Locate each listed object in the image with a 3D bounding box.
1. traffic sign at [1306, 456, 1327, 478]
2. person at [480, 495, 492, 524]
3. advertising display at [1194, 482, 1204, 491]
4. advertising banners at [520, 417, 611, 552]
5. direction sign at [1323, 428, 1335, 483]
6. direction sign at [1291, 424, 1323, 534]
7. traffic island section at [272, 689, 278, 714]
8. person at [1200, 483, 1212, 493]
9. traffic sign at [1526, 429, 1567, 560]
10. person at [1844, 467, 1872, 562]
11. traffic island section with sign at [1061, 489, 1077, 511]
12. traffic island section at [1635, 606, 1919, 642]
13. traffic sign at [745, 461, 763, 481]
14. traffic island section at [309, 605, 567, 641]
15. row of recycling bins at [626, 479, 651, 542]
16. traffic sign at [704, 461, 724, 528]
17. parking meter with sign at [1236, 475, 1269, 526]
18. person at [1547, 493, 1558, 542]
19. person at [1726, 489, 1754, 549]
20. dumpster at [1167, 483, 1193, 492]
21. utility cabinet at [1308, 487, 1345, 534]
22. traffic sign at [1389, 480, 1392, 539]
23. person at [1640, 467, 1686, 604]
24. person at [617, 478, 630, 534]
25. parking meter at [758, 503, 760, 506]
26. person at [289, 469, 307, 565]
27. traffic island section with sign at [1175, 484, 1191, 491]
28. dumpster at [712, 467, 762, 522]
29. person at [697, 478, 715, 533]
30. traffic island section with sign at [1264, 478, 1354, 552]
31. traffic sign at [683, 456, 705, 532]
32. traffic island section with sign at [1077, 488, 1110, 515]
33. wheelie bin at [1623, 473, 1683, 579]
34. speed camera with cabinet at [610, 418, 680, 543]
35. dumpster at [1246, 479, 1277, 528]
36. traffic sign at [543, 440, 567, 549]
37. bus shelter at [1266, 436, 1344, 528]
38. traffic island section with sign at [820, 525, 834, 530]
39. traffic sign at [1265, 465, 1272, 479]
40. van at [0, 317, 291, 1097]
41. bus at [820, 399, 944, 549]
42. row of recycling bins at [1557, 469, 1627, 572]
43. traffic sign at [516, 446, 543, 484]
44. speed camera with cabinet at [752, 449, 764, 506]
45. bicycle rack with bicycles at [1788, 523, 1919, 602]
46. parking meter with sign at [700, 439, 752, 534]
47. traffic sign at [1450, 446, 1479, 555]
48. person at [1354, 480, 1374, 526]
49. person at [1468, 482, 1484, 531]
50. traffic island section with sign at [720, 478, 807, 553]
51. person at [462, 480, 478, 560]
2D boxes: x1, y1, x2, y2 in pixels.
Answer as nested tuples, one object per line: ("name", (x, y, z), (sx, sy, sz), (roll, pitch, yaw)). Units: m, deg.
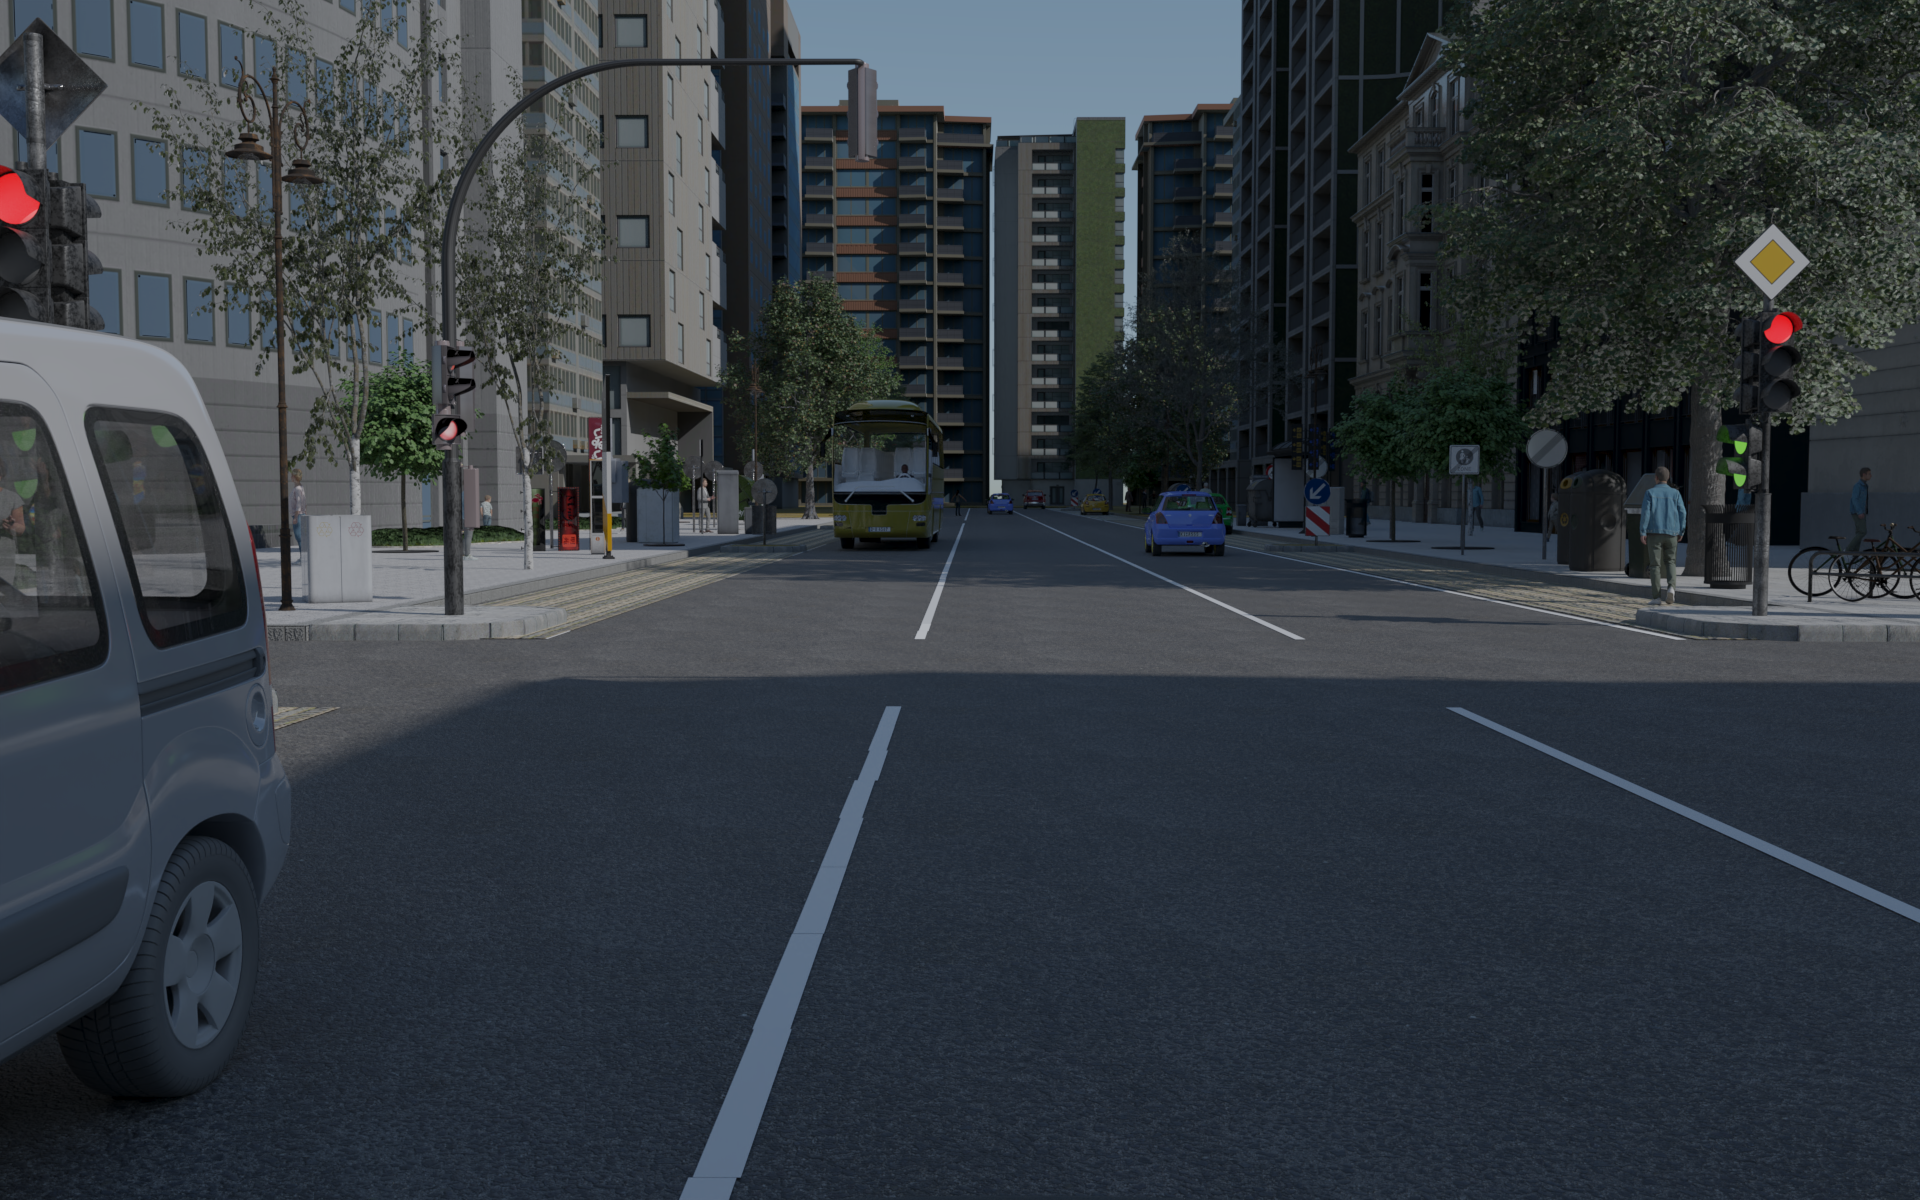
("traffic sign", (11.737, -3.493, 57.221), (0.768, 2.556, 0.104), (1, 4, 9))
("person", (-13.960, -2.465, 51.023), (0.332, 1.250, 0.352), (1, 4, 9))
("advertising display", (12.900, -5.397, 93.450), (0.123, 1.923, 0.974), (-1, 4, -18))
("advertising banners", (-8.849, -2.615, 38.951), (2.074, 3.025, 0.090), (-2, 4, -29))
("direction sign", (12.609, -4.127, 59.471), (0.876, 3.537, 0.379), (-3, 5, -44))
("direction sign", (11.151, -3.913, 55.973), (0.876, 3.537, 0.379), (1, 4, 20))
("traffic island section", (-5.455, 0.726, 10.404), (2.009, 0.180, 2.903), (0, 4, 0))
("person", (10.669, -4.173, 74.760), (0.782, 1.767, 0.515), (0, 4, 3))
("traffic sign", (11.464, -2.067, 33.906), (0.768, 2.556, 0.104), (1, 4, 10))
("person", (16.996, -1.615, 32.788), (0.601, 1.785, 0.444), (-3, 5, -44))
("traffic island section with sign", (9.590, -8.490, 147.446), (1.989, 1.847, 2.006), (0, 4, 0))
("traffic island section", (8.455, 0.246, 18.264), (2.009, 0.180, 2.903), (0, 4, 0))
("traffic sign", (-7.914, -4.051, 66.332), (0.768, 2.556, 0.104), (1, 4, 10))
("traffic island section", (-5.386, 0.238, 18.389), (2.009, 0.180, 2.903), (0, 4, 0))
("row of recycling bins", (-8.420, -2.480, 47.661), (1.069, 1.692, 3.534), (0, 4, 2))
("traffic sign", (-9.398, -4.038, 66.133), (0.768, 2.556, 0.104), (1, 4, 10))
("parking meter with sign", (11.987, -4.478, 69.478), (1.738, 3.016, 0.543), (0, 4, -3))
("person", (15.907, -2.201, 46.304), (0.640, 1.303, 0.475), (-1, 4, -21))
("person", (18.405, -2.126, 40.825), (0.620, 1.820, 0.660), (1, 4, 19))
("dumpster", (11.603, -5.209, 90.926), (1.264, 1.857, 1.865), (0, 4, 0))
("utility cabinet", (11.584, -2.825, 54.860), (1.173, 1.500, 0.318), (3, 5, 45))
("traffic sign", (12.346, -3.033, 49.593), (0.884, 2.594, 0.081), (1, 4, 10))
("person", (9.048, -0.824, 22.309), (0.601, 1.785, 0.444), (0, 4, 8))
("person", (-10.624, -3.018, 55.568), (0.728, 1.800, 0.709), (-2, 4, -35))
("parking meter", (-7.799, -3.515, 65.880), (0.372, 1.533, 0.369), (0, 3, 0))
("person", (-11.908, -1.518, 31.528), (0.598, 1.740, 0.731), (-2, 4, -27))
("traffic island section with sign", (8.921, -3.796, 70.700), (1.989, 1.847, 2.006), (0, 4, 0))
("dumpster", (-8.102, -3.678, 62.631), (1.502, 2.255, 1.985), (0, 4, 0))
("person", (-8.404, -3.123, 57.310), (0.583, 1.804, 0.606), (1, 4, 12))
("traffic island section with sign", (8.684, -2.124, 43.349), (1.989, 1.847, 2.006), (0, 4, 0))
("traffic sign", (-8.896, -3.531, 57.845), (0.768, 2.556, 0.104), (1, 4, 9))
("traffic island section with sign", (9.352, -6.825, 120.215), (1.989, 1.847, 2.006), (0, 4, 0))
("wheelie bin", (10.595, -1.136, 26.476), (0.693, 1.594, 0.980), (-1, 4, -9))
("speed camera with cabinet", (-8.393, -3.112, 45.211), (2.038, 3.252, 0.660), (0, 4, 7))
("dumpster", (11.792, -3.735, 66.818), (1.264, 1.857, 1.865), (0, 4, 0))
("traffic sign", (-9.600, -2.480, 40.659), (0.768, 2.556, 0.104), (0, 4, 5))
("bus shelter", (12.571, -4.220, 62.914), (2.014, 3.302, 5.546), (0, 4, 0))
("traffic island section with sign", (-4.603, -3.759, 70.090), (1.989, 1.847, 2.006), (0, 4, 0))
("traffic sign", (13.334, -4.488, 73.487), (0.768, 2.556, 0.104), (0, 4, 4))
("van", (-2.675, 0.256, 2.825), (2.013, 2.044, 4.112), (0, 4, 2))
("bus", (-1.887, -3.496, 48.703), (2.896, 3.916, 12.252), (0, 4, 1))
("row of recycling bins", (11.038, -1.412, 30.203), (1.069, 1.692, 3.534), (1, 4, 15))
("traffic sign", (-9.202, -2.134, 37.026), (0.606, 2.300, 0.079), (1, 4, 9))
("speed camera with cabinet", (-8.880, -4.983, 75.801), (0.660, 3.252, 2.038), (0, 4, -5))
("bicycle rack with bicycles", (11.310, -0.443, 20.626), (2.852, 0.926, 2.925), (-3, 5, -40))
("parking meter with sign", (-7.410, -3.612, 55.314), (1.738, 3.016, 0.543), (-1, 4, -11))
("traffic sign", (10.559, -2.092, 36.327), (0.606, 2.300, 0.079), (0, 4, 5))
("person", (16.167, -3.874, 69.369), (0.794, 1.824, 0.713), (-3, 5, -45))
("person", (17.864, -3.295, 59.931), (0.620, 1.820, 0.660), (-3, 5, -44))
("traffic island section with sign", (-4.841, -2.102, 42.989), (1.989, 1.847, 2.006), (0, 4, 0))
("person", (-9.522, -1.570, 33.524), (0.330, 1.601, 0.589), (-1, 4, -23))
